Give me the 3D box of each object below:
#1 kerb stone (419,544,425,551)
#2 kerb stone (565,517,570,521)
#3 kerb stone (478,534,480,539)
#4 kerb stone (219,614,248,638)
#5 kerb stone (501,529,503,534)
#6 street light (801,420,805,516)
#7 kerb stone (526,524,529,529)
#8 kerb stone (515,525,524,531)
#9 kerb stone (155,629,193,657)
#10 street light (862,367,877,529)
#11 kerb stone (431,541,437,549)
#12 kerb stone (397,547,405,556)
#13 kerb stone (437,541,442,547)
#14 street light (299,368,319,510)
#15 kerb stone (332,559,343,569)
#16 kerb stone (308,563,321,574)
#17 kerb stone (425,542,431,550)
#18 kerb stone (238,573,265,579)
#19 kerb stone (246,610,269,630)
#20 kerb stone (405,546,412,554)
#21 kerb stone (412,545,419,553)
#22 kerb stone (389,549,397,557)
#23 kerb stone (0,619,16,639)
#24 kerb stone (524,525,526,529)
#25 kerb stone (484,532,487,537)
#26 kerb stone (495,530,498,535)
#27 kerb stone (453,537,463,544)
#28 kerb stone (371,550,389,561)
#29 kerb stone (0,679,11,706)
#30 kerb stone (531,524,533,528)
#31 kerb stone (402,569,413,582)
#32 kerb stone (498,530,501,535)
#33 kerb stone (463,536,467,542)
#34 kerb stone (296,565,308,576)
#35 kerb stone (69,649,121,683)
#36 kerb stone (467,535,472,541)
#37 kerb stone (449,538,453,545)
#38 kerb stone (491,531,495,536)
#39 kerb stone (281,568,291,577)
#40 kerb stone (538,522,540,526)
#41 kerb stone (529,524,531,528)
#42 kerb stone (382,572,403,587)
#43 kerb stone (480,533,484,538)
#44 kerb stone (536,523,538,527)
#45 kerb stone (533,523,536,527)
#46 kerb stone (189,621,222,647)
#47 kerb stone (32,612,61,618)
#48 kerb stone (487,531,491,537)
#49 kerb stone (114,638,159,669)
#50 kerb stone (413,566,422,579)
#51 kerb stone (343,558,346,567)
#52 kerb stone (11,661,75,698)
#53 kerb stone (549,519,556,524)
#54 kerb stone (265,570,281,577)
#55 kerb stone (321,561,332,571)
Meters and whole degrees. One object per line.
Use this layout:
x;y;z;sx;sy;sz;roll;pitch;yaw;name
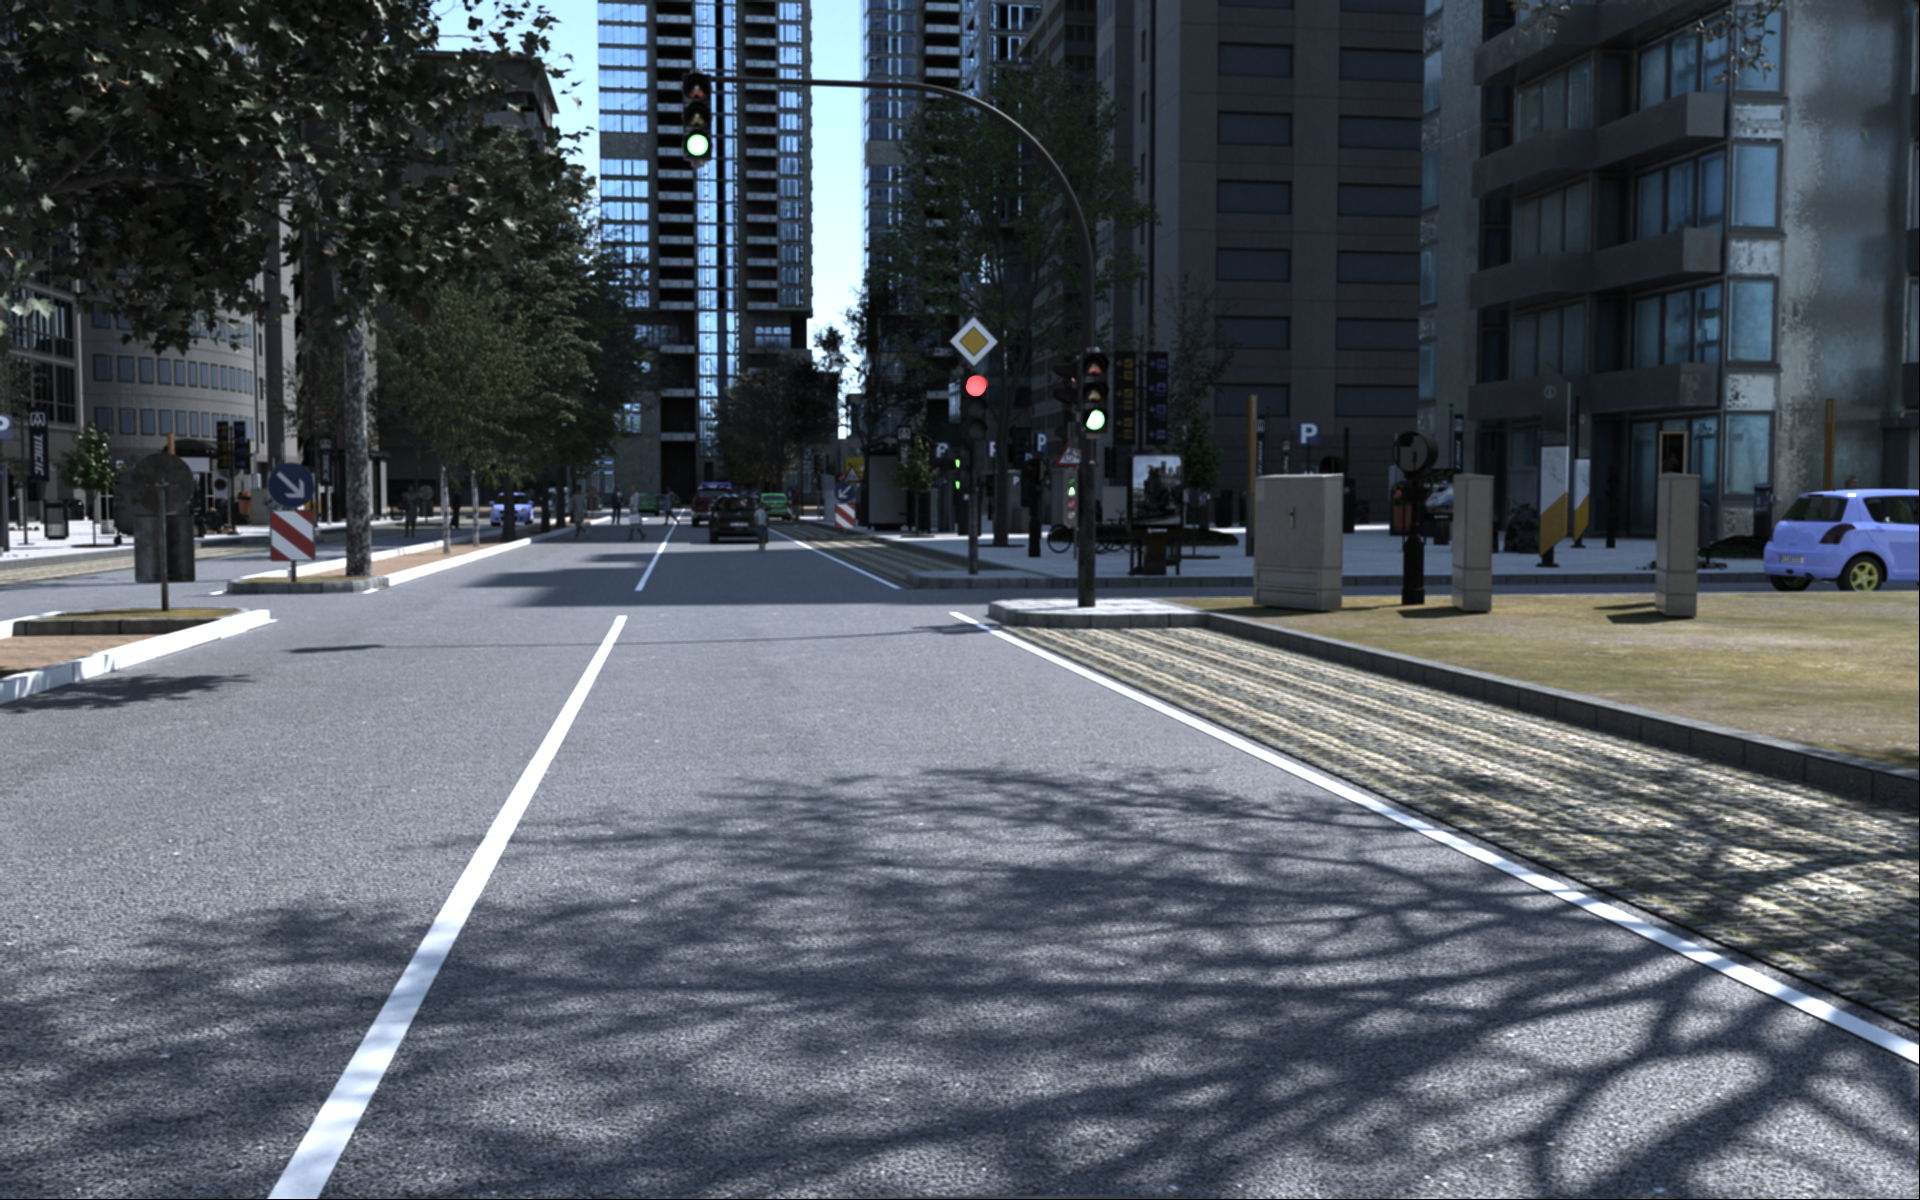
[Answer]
-13.545;-1.283;43.171;0.120;0.150;1.000;-1;4;-9;kerb stone
-21.843;-4.569;96.897;0.120;0.150;1.000;-1;4;-9;kerb stone
-15.270;-1.966;54.333;0.120;0.150;1.000;-1;4;-9;kerb stone
-7.474;0.277;17.660;0.120;0.150;1.000;-1;4;-9;kerb stone
-16.361;-2.393;61.413;0.120;0.150;1.000;-1;4;-9;kerb stone
-9.279;-7.888;101.751;0.468;5.910;1.993;-1;4;-9;street light
-17.772;-2.953;70.542;0.120;0.150;1.000;-1;4;-9;kerb stone
-17.460;-2.833;68.519;0.120;0.150;1.000;-1;4;-9;kerb stone
-7.160;0.401;15.640;0.120;0.150;1.000;-1;4;-9;kerb stone
-3.316;-5.531;63.228;0.468;5.910;1.993;-1;4;-9;street light
-13.859;-1.407;45.204;0.120;0.150;1.000;-1;4;-9;kerb stone
-13.073;-1.097;40.129;0.120;0.150;1.000;-1;4;-9;kerb stone
-14.018;-1.469;46.214;0.120;0.150;1.000;-1;4;-9;kerb stone
-23.943;-5.570;63.856;0.468;5.910;1.993;-1;4;-9;street light
-11.979;-0.659;33.039;0.120;0.150;1.000;-1;4;-9;kerb stone
-11.665;-0.539;31.014;0.120;0.150;1.000;-1;4;-9;kerb stone
-13.702;-1.345;44.181;0.120;0.150;1.000;-1;4;-9;kerb stone
-11.047;-0.292;26.971;0.120;0.150;1.000;-1;4;-9;kerb stone
-7.631;0.219;18.671;0.120;0.150;1.000;-1;4;-9;kerb stone
-13.229;-1.158;41.143;0.120;0.150;1.000;-1;4;-9;kerb stone
-13.380;-1.221;42.162;0.120;0.150;1.000;-1;4;-9;kerb stone
-12.915;-1.033;39.116;0.120;0.150;1.000;-1;4;-9;kerb stone
-9.545;0.297;17.334;0.120;0.150;1.000;-1;4;-9;kerb stone
-17.620;-2.888;69.530;0.120;0.150;1.000;-1;4;-9;kerb stone
-15.589;-2.085;56.356;0.120;0.150;1.000;-1;4;-9;kerb stone
-16.051;-2.275;59.391;0.120;0.150;1.000;-1;4;-9;kerb stone
-14.635;-1.716;50.264;0.120;0.150;1.000;-1;4;-9;kerb stone
-12.759;-0.971;38.106;0.120;0.150;1.000;-1;4;-9;kerb stone
-6.540;0.653;11.596;0.120;0.150;1.000;-1;4;-9;kerb stone
-18.087;-3.081;72.564;0.120;0.150;1.000;-1;4;-9;kerb stone
-9.121;-0.373;28.298;0.120;0.150;1.000;-1;4;-9;kerb stone
-16.213;-2.337;60.401;0.120;0.150;1.000;-1;4;-9;kerb stone
-14.801;-1.779;51.280;0.120;0.150;1.000;-1;4;-9;kerb stone
-11.515;-0.477;30.002;0.120;0.150;1.000;-1;4;-9;kerb stone
-6.848;0.525;13.616;0.120;0.150;1.000;-1;4;-9;kerb stone
-14.951;-1.841;52.299;0.120;0.150;1.000;-1;4;-9;kerb stone
-14.323;-1.590;48.243;0.120;0.150;1.000;-1;4;-9;kerb stone
-15.892;-2.211;58.381;0.120;0.150;1.000;-1;4;-9;kerb stone
-11.359;-0.412;28.992;0.120;0.150;1.000;-1;4;-9;kerb stone
-18.563;-3.267;75.607;0.120;0.150;1.000;-1;4;-9;kerb stone
-17.936;-3.018;71.553;0.120;0.150;1.000;-1;4;-9;kerb stone
-8.966;-0.311;27.288;0.120;0.150;1.000;-1;4;-9;kerb stone
-15.430;-2.028;55.346;0.120;0.150;1.000;-1;4;-9;kerb stone
-18.405;-3.205;74.597;0.120;0.150;1.000;-1;4;-9;kerb stone
-18.244;-3.143;73.587;0.120;0.150;1.000;-1;4;-9;kerb stone
-7.323;0.342;16.650;0.120;0.150;1.000;-1;4;-9;kerb stone
-9.711;0.236;18.343;0.120;0.150;1.000;-1;4;-9;kerb stone
-15.740;-2.145;57.367;0.120;0.150;1.000;-1;4;-9;kerb stone
-7.004;0.463;14.630;0.120;0.150;1.000;-1;4;-9;kerb stone
-9.285;-0.434;29.313;0.120;0.150;1.000;-1;4;-9;kerb stone
-12.133;-0.725;34.050;0.120;0.150;1.000;-1;4;-9;kerb stone
-6.700;0.587;12.605;0.120;0.150;1.000;-1;4;-9;kerb stone
-20.132;-3.882;85.751;0.120;0.150;1.000;-1;4;-9;kerb stone
-11.202;-0.354;27.982;0.120;0.150;1.000;-1;4;-9;kerb stone
-11.828;-0.601;32.028;0.120;0.150;1.000;-1;4;-9;kerb stone
